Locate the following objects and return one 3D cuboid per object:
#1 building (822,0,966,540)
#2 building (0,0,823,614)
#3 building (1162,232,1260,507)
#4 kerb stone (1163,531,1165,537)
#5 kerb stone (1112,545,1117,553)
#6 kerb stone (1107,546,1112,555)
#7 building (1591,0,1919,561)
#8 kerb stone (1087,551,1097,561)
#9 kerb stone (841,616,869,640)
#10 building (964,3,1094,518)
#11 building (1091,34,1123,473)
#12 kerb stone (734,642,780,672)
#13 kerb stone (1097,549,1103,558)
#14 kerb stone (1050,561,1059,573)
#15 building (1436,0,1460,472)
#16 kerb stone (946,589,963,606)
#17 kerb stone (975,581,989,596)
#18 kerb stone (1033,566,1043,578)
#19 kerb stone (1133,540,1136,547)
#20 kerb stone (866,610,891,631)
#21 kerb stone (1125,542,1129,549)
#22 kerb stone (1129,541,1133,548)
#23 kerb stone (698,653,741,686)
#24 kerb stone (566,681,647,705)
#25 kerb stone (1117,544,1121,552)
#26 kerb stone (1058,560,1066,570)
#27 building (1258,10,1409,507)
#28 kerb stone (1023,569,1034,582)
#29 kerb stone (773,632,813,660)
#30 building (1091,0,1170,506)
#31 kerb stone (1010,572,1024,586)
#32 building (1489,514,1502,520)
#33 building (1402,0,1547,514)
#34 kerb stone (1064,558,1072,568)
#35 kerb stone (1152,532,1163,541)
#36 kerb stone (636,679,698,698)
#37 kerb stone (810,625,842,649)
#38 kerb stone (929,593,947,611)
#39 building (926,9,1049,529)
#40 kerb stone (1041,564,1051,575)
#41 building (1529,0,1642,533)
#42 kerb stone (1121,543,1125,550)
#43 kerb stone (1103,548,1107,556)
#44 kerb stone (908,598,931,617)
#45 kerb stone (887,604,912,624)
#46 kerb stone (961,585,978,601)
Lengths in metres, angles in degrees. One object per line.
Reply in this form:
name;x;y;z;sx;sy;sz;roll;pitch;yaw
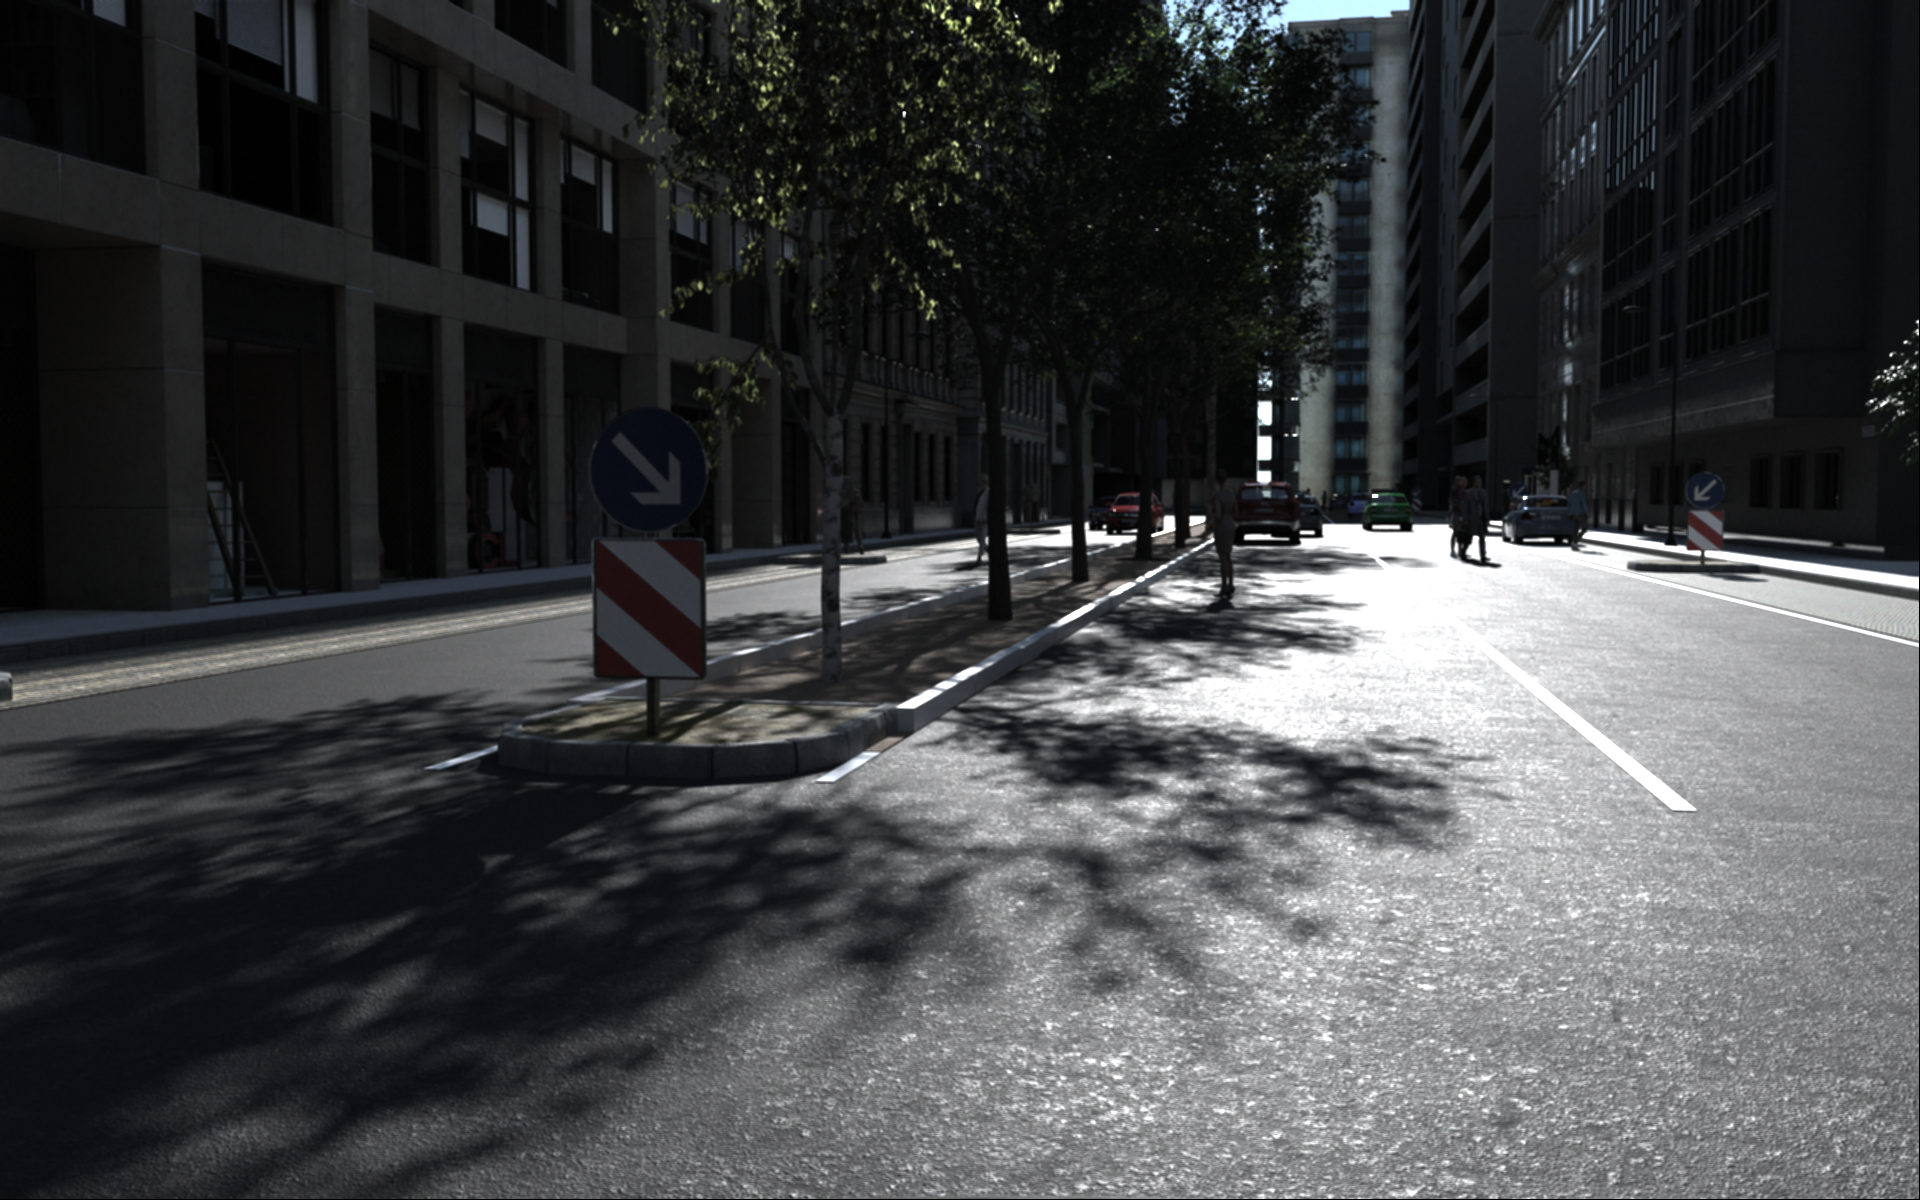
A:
building;-6.299;-11.633;54.831;10.561;19.102;19.286;1;4;11
building;-16.218;-13.752;29.364;19.350;26.468;34.151;1;4;11
building;22.835;-24.590;173.743;14.107;30.474;14.160;1;4;11
kerb stone;6.515;-2.101;56.553;0.120;0.150;1.000;1;4;11
kerb stone;3.581;-1.179;41.469;0.120;0.150;1.000;1;4;11
kerb stone;3.378;-1.118;40.467;0.120;0.150;1.000;1;4;11
building;25.199;-15.258;42.974;14.314;27.812;24.014;1;4;11
kerb stone;2.801;-0.933;37.453;0.120;0.150;1.000;1;4;11
kerb stone;-1.120;0.298;17.320;0.120;0.150;1.000;1;4;11
building;-0.546;-25.044;93.060;14.154;41.232;14.086;1;4;11
building;-3.805;-32.125;114.481;28.713;52.752;27.495;1;4;11
kerb stone;-1.713;0.483;14.304;0.120;0.150;1.000;1;4;11
kerb stone;2.997;-0.995;38.458;0.120;0.150;1.000;1;4;11
kerb stone;1.628;-0.564;31.410;0.120;0.150;1.000;1;4;11
building;47.370;-32.291;117.201;28.713;52.752;27.495;1;4;11
kerb stone;-0.153;-0.007;22.350;0.120;0.150;1.000;1;4;11
kerb stone;0.240;-0.133;24.370;0.120;0.150;1.000;1;4;11
kerb stone;1.226;-0.437;29.401;0.120;0.150;1.000;1;4;11
kerb stone;4.555;-1.478;46.497;0.120;0.150;1.000;1;4;11
kerb stone;-0.927;0.236;18.330;0.120;0.150;1.000;1;4;11
kerb stone;4.165;-1.361;44.488;0.120;0.150;1.000;1;4;11
kerb stone;4.359;-1.425;45.493;0.120;0.150;1.000;1;4;11
kerb stone;-1.915;0.544;13.297;0.120;0.150;1.000;1;4;11
kerb stone;-2.301;0.671;11.283;0.120;0.150;1.000;1;4;11
kerb stone;3.774;-1.240;42.473;0.120;0.150;1.000;1;4;11
kerb stone;1.810;-0.625;32.417;0.120;0.150;1.000;1;4;11
building;45.710;-33.913;174.082;30.456;49.044;23.786;1;4;11
kerb stone;1.031;-0.375;28.388;0.120;0.150;1.000;1;4;11
kerb stone;-1.518;0.421;15.308;0.120;0.150;1.000;1;4;11
building;10.885;-30.814;153.912;14.200;45.320;14.600;1;4;11
kerb stone;0.834;-0.312;27.385;0.120;0.150;1.000;1;4;11
building;38.849;-28.731;93.446;21.300;48.544;21.600;1;4;11
building;48.250;-31.720;142.327;21.300;48.544;21.600;1;4;11
kerb stone;2.007;-0.687;33.420;0.120;0.150;1.000;1;4;11
kerb stone;6.315;-2.038;55.536;0.120;0.150;1.000;1;4;11
kerb stone;-2.108;0.610;12.294;0.120;0.150;1.000;1;4;11
kerb stone;-1.322;0.364;16.311;0.120;0.150;1.000;1;4;11
kerb stone;-0.344;0.054;21.346;0.120;0.150;1.000;1;4;11
building;-2.195;-13.695;73.069;9.793;20.994;18.267;1;4;11
kerb stone;1.424;-0.502;30.409;0.120;0.150;1.000;1;4;11
building;30.044;-16.508;67.175;12.463;27.353;25.104;1;4;11
kerb stone;3.967;-1.302;43.477;0.120;0.150;1.000;1;4;11
kerb stone;3.183;-1.053;39.464;0.120;0.150;1.000;1;4;11
kerb stone;-0.539;0.113;20.342;0.120;0.150;1.000;1;4;11
kerb stone;-0.735;0.177;19.338;0.120;0.150;1.000;1;4;11
kerb stone;0.054;-0.071;23.361;0.120;0.150;1.000;1;4;11
